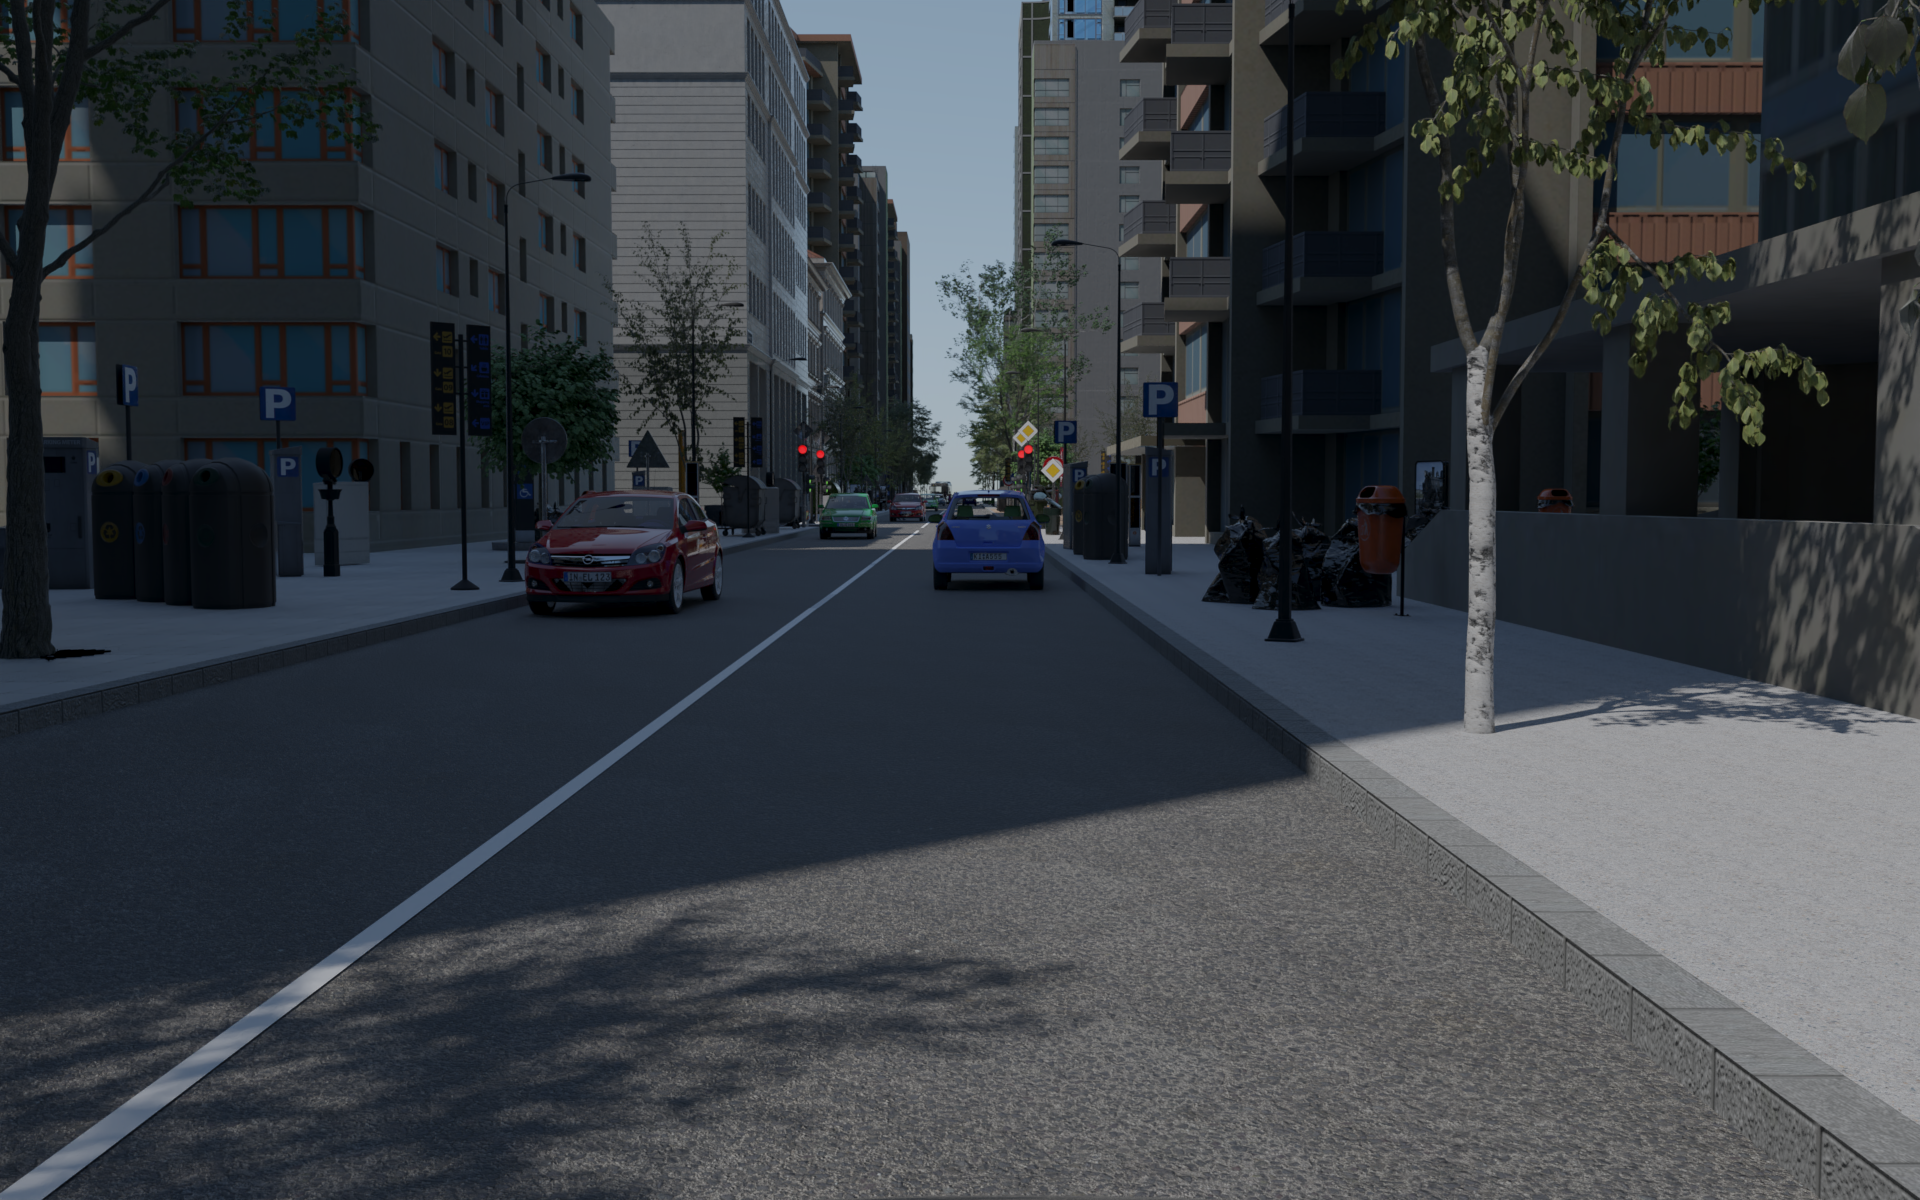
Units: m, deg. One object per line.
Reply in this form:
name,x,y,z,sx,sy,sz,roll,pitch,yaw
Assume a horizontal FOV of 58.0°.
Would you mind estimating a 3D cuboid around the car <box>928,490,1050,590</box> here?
car,0.454,-1.079,27.239,1.945,1.707,3.694,0,4,1

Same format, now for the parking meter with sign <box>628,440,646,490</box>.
parking meter with sign,-10.271,-3.608,55.252,0.543,3.016,1.738,-1,4,-12

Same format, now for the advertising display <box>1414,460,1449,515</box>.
advertising display,8.945,-1.693,32.895,0.123,1.923,0.974,-1,4,-18

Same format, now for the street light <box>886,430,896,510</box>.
street light,-5.557,-9.350,125.414,1.470,5.913,1.316,0,4,0

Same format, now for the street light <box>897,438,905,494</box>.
street light,-5.505,-10.383,142.309,1.470,5.913,1.316,0,4,0

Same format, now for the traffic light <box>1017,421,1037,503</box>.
traffic light,2.588,-4.731,66.279,0.839,4.253,0.868,0,4,0

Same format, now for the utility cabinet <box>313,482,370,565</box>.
utility cabinet,-11.129,-1.375,31.158,0.318,1.500,1.173,1,4,17

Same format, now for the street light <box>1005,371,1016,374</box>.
street light,2.418,-5.692,65.604,1.470,5.913,1.316,0,4,0

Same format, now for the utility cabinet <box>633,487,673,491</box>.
utility cabinet,-9.158,-2.633,51.735,1.173,1.500,0.318,1,4,19

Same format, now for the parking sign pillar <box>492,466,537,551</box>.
parking sign pillar,-10.018,-3.133,39.692,1.447,3.967,1.447,-1,4,-17

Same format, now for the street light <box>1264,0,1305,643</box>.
street light,2.294,-2.595,14.966,1.470,5.913,1.316,0,4,0

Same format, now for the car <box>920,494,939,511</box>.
car,-2.712,-8.279,144.160,1.959,1.807,4.718,0,4,0

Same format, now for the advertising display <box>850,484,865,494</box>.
advertising display,-6.548,-6.438,110.477,0.974,1.923,0.123,0,4,5

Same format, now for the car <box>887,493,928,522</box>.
car,-2.748,-5.023,91.174,2.155,1.783,4.494,0,4,1

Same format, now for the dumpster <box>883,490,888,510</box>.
dumpster,-6.255,-7.885,134.680,1.264,1.857,1.865,0,4,0

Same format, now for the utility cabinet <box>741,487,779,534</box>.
utility cabinet,-6.409,-2.870,55.603,1.173,1.500,0.318,-1,4,-21

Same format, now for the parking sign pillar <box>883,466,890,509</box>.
parking sign pillar,-6.181,-9.755,147.965,1.447,3.967,1.447,0,4,-1

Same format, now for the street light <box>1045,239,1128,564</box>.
street light,2.368,-3.621,31.749,1.470,5.913,1.316,0,4,0

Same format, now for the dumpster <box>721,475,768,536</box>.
dumpster,-6.648,-2.908,53.310,1.264,1.857,1.865,0,3,0

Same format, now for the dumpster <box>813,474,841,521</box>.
dumpster,-6.406,-4.837,81.583,1.502,2.255,1.985,0,4,0

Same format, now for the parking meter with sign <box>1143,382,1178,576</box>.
parking meter with sign,3.223,-1.933,27.864,0.543,3.016,1.738,0,4,7

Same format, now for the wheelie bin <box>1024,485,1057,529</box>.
wheelie bin,2.904,-3.397,63.454,0.693,1.594,0.980,-2,4,-27

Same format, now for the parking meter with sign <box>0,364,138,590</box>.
parking meter with sign,-12.081,-1.660,23.407,1.738,3.016,0.543,0,4,-6

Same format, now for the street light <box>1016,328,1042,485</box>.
street light,2.396,-4.649,48.545,1.470,5.913,1.316,0,4,0

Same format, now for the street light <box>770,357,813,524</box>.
street light,-5.888,-5.283,58.912,1.470,5.913,1.316,0,4,0

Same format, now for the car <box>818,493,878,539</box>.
car,-3.626,-2.915,56.452,1.959,1.807,4.718,0,4,-1

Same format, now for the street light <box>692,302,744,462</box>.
street light,-5.913,-4.247,41.984,1.470,5.913,1.316,0,4,0

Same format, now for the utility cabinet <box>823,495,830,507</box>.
utility cabinet,-5.957,-4.086,77.971,0.306,1.237,1.020,0,4,5

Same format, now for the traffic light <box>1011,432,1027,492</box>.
traffic light,2.620,-5.220,74.264,0.839,4.253,0.868,0,4,0

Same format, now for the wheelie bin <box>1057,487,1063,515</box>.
wheelie bin,3.926,-4.096,74.874,0.980,1.594,0.693,0,4,-7

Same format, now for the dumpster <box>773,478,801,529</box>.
dumpster,-6.550,-3.554,63.859,1.264,1.857,1.865,0,3,0

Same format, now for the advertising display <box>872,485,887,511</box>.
advertising display,-6.047,-7.693,130.991,0.974,1.923,0.123,0,4,6

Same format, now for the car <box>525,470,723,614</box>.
car,-4.195,-0.794,22.022,2.155,1.783,4.494,0,4,2

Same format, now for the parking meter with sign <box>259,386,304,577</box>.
parking meter with sign,-10.726,-1.911,27.499,0.543,3.016,1.738,-2,4,-27

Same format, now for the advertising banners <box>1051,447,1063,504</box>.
advertising banners,3.642,-4.202,64.888,0.090,3.025,2.074,-1,4,-8

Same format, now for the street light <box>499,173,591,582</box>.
street light,-6.028,-3.221,25.201,1.470,5.913,1.316,0,4,0

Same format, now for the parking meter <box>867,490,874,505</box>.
parking meter,-5.813,-6.398,113.014,0.372,1.533,0.369,0,3,0

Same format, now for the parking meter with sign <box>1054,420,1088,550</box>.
parking meter with sign,2.661,-2.690,40.242,0.543,3.016,1.738,-1,4,-11

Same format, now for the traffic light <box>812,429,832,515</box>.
traffic light,-5.941,-5.221,74.283,0.839,4.253,0.868,0,4,0

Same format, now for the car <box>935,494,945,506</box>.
car,-2.714,-12.030,208.695,2.014,1.417,4.499,0,4,-1

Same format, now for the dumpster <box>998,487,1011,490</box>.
dumpster,3.410,-7.765,132.722,1.264,1.857,1.865,0,4,0

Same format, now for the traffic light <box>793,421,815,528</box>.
traffic light,-5.974,-4.733,66.298,0.839,4.253,0.868,0,4,0
